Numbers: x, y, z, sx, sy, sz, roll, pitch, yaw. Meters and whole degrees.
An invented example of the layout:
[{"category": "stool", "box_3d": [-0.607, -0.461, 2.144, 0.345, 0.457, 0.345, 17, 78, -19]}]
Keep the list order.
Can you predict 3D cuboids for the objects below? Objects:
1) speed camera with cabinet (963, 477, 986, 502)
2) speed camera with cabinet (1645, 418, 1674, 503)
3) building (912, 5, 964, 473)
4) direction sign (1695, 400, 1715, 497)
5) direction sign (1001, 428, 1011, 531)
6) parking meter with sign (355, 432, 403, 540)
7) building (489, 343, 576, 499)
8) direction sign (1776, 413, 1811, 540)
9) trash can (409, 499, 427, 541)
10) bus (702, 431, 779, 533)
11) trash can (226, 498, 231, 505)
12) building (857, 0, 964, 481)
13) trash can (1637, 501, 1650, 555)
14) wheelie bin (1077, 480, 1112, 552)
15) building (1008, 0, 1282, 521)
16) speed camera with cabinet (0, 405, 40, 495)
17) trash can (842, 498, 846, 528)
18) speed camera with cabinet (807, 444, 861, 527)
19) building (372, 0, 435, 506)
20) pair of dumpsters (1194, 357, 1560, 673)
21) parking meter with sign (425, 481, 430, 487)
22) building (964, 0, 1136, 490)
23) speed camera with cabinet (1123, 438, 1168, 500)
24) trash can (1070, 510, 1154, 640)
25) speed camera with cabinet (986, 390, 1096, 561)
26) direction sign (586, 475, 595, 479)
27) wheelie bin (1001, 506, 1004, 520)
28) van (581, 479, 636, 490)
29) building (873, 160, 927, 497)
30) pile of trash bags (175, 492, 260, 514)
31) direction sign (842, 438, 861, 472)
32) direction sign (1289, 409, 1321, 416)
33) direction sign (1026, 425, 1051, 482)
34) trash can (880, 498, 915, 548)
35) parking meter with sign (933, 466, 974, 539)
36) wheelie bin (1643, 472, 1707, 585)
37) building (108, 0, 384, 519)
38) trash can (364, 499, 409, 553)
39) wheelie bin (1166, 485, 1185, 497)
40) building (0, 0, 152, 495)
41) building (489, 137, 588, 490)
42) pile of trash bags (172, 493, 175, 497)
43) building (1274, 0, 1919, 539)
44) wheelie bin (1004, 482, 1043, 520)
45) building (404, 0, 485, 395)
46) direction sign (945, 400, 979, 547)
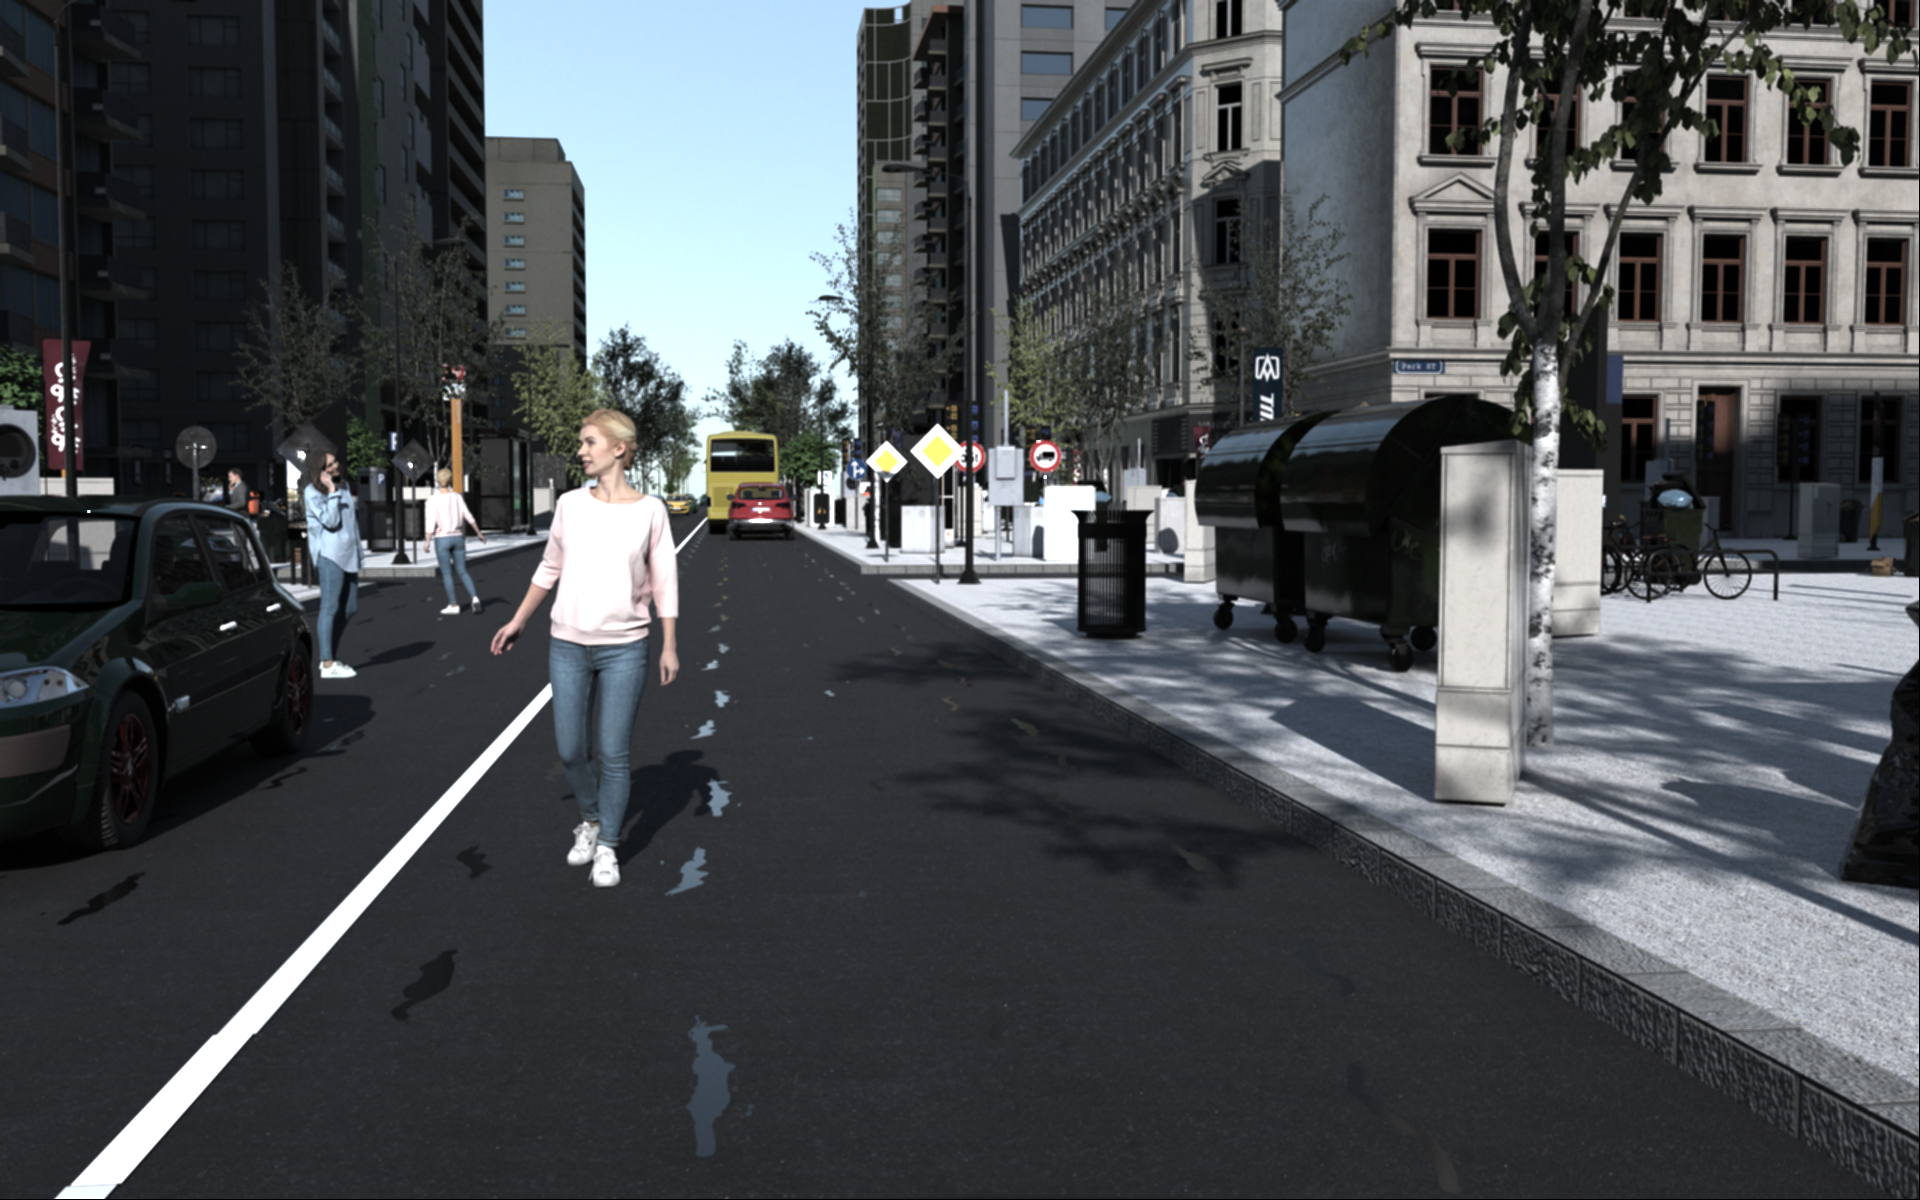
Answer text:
[{"category": "speed camera with cabinet", "box_3d": [1.318, -5.176, 78.970, 2.038, 3.252, 0.660, 0, 4, 8]}, {"category": "speed camera with cabinet", "box_3d": [18.665, -3.149, 45.820, 0.660, 3.252, 2.038, 3, 4, 36]}, {"category": "building", "box_3d": [7.320, -30.734, 157.122, 22.147, 44.769, 28.867, 0, 4, -8]}, {"category": "direction sign", "box_3d": [18.072, -3.063, 42.073, 0.876, 3.537, 0.379, -3, 5, -41]}, {"category": "direction sign", "box_3d": [1.596, -4.157, 59.966, 0.379, 3.537, 0.876, -1, 4, -19]}, {"category": "parking meter with sign", "box_3d": [-16.594, -3.217, 48.861, 1.738, 3.016, 0.543, 1, 4, 21]}, {"category": "building", "box_3d": [-62.795, -22.532, 213.445, 27.650, 21.520, 28.899, 0, 4, -8]}, {"category": "direction sign", "box_3d": [23.301, -3.455, 48.485, 0.876, 3.537, 0.379, 0, 4, 4]}, {"category": "trash can", "box_3d": [-14.947, -2.185, 47.377, 0.748, 1.137, 0.748, 0, 3, 0]}, {"category": "bus", "box_3d": [-8.454, -4.585, 66.512, 2.896, 3.916, 12.252, -1, 4, -8]}, {"category": "trash can", "box_3d": [-27.730, -3.278, 65.253, 0.748, 1.137, 0.748, 0, 3, 0]}, {"category": "building", "box_3d": [-6.395, -50.019, 256.064, 20.563, 71.187, 20.611, 0, 4, -8]}, {"category": "trash can", "box_3d": [14.761, -1.536, 36.767, 0.748, 1.137, 0.748, 0, 3, 0]}, {"category": "wheelie bin", "box_3d": [2.926, -1.876, 38.582, 0.980, 1.594, 0.693, 2, 4, 32]}, {"category": "building", "box_3d": [14.382, -19.063, 88.097, 17.030, 29.872, 44.131, 0, 4, -8]}, {"category": "speed camera with cabinet", "box_3d": [-21.763, -2.813, 40.323, 0.660, 3.252, 2.038, 2, 4, 32]}, {"category": "trash can", "box_3d": [-4.153, -3.317, 65.878, 0.748, 1.137, 0.748, 0, 3, 0]}, {"category": "speed camera with cabinet", "box_3d": [-4.935, -4.486, 67.687, 2.038, 3.252, 0.660, -1, 4, -19]}, {"category": "building", "box_3d": [-50.701, -32.144, 114.798, 28.713, 52.752, 27.495, 0, 4, -8]}, {"category": "pair of dumpsters", "box_3d": [3.301, -0.730, 14.432, 1.574, 2.255, 4.437, 0, 4, -8]}, {"category": "parking meter with sign", "box_3d": [-30.532, -6.253, 98.499, 1.738, 3.016, 0.543, 0, 4, -5]}, {"category": "building", "box_3d": [10.803, -35.867, 128.427, 21.231, 58.520, 28.212, 0, 4, -8]}, {"category": "speed camera with cabinet", "box_3d": [6.693, -4.153, 62.244, 0.660, 3.252, 2.038, 3, 5, 43]}, {"category": "trash can", "box_3d": [1.355, -0.232, 15.454, 0.748, 1.137, 0.748, 0, 3, 0]}, {"category": "speed camera with cabinet", "box_3d": [1.578, -2.379, 33.230, 2.038, 3.252, 0.660, 0, 4, 4]}, {"category": "direction sign", "box_3d": [-16.314, -5.220, 77.348, 0.876, 3.537, 0.379, 1, 4, 18]}, {"category": "wheelie bin", "box_3d": [2.239, -4.842, 87.079, 0.980, 1.594, 0.693, 1, 4, 17]}, {"category": "van", "box_3d": [-9.219, -2.339, 45.259, 2.013, 2.044, 4.112, 0, 4, -8]}, {"category": "building", "box_3d": [-3.955, -32.533, 215.506, 14.154, 41.232, 14.086, 0, 4, -8]}, {"category": "pile of trash bags", "box_3d": [-29.423, -3.664, 69.665, 1.912, 1.369, 3.447, 1, 4, 17]}, {"category": "direction sign", "box_3d": [-4.372, -4.769, 69.976, 0.876, 3.537, 0.379, -2, 4, -33]}, {"category": "direction sign", "box_3d": [9.224, -3.327, 46.400, 0.876, 3.537, 0.379, 0, 4, -6]}, {"category": "direction sign", "box_3d": [2.579, -3.985, 57.158, 0.876, 3.537, 0.379, -1, 4, -18]}, {"category": "trash can", "box_3d": [-1.437, -1.812, 41.284, 0.748, 1.137, 0.748, 0, 3, 0]}, {"category": "parking meter with sign", "box_3d": [-0.436, -3.275, 49.812, 1.738, 3.016, 0.543, -1, 4, -15]}, {"category": "wheelie bin", "box_3d": [10.135, -1.021, 24.605, 0.693, 1.594, 0.980, 0, 4, -3]}, {"category": "building", "box_3d": [-39.919, -25.050, 93.161, 14.154, 41.232, 14.086, 0, 4, -8]}, {"category": "trash can", "box_3d": [-12.723, -1.616, 38.082, 0.748, 1.137, 0.748, 0, 3, 0]}, {"category": "wheelie bin", "box_3d": [7.522, -3.178, 59.861, 0.693, 1.594, 0.980, 2, 4, 34]}, {"category": "building", "box_3d": [-41.077, -24.595, 56.748, 22.147, 44.769, 28.867, 0, 4, -8]}, {"category": "building", "box_3d": [-63.047, -37.573, 238.012, 21.300, 48.544, 21.600, 0, 4, -8]}, {"category": "pile of trash bags", "box_3d": [-34.192, -4.236, 79.007, 3.447, 1.369, 1.912, 0, 4, -2]}, {"category": "building", "box_3d": [21.069, -13.325, 54.018, 21.152, 22.565, 11.583, 0, 4, -8]}, {"category": "wheelie bin", "box_3d": [1.705, -2.231, 44.380, 0.980, 1.594, 0.693, 0, 4, 7]}, {"category": "building", "box_3d": [-50.558, -31.557, 139.664, 21.300, 48.544, 21.600, 0, 4, -8]}, {"category": "direction sign", "box_3d": [0.044, -3.062, 42.053, 0.876, 3.537, 0.379, -1, 4, -20]}]
